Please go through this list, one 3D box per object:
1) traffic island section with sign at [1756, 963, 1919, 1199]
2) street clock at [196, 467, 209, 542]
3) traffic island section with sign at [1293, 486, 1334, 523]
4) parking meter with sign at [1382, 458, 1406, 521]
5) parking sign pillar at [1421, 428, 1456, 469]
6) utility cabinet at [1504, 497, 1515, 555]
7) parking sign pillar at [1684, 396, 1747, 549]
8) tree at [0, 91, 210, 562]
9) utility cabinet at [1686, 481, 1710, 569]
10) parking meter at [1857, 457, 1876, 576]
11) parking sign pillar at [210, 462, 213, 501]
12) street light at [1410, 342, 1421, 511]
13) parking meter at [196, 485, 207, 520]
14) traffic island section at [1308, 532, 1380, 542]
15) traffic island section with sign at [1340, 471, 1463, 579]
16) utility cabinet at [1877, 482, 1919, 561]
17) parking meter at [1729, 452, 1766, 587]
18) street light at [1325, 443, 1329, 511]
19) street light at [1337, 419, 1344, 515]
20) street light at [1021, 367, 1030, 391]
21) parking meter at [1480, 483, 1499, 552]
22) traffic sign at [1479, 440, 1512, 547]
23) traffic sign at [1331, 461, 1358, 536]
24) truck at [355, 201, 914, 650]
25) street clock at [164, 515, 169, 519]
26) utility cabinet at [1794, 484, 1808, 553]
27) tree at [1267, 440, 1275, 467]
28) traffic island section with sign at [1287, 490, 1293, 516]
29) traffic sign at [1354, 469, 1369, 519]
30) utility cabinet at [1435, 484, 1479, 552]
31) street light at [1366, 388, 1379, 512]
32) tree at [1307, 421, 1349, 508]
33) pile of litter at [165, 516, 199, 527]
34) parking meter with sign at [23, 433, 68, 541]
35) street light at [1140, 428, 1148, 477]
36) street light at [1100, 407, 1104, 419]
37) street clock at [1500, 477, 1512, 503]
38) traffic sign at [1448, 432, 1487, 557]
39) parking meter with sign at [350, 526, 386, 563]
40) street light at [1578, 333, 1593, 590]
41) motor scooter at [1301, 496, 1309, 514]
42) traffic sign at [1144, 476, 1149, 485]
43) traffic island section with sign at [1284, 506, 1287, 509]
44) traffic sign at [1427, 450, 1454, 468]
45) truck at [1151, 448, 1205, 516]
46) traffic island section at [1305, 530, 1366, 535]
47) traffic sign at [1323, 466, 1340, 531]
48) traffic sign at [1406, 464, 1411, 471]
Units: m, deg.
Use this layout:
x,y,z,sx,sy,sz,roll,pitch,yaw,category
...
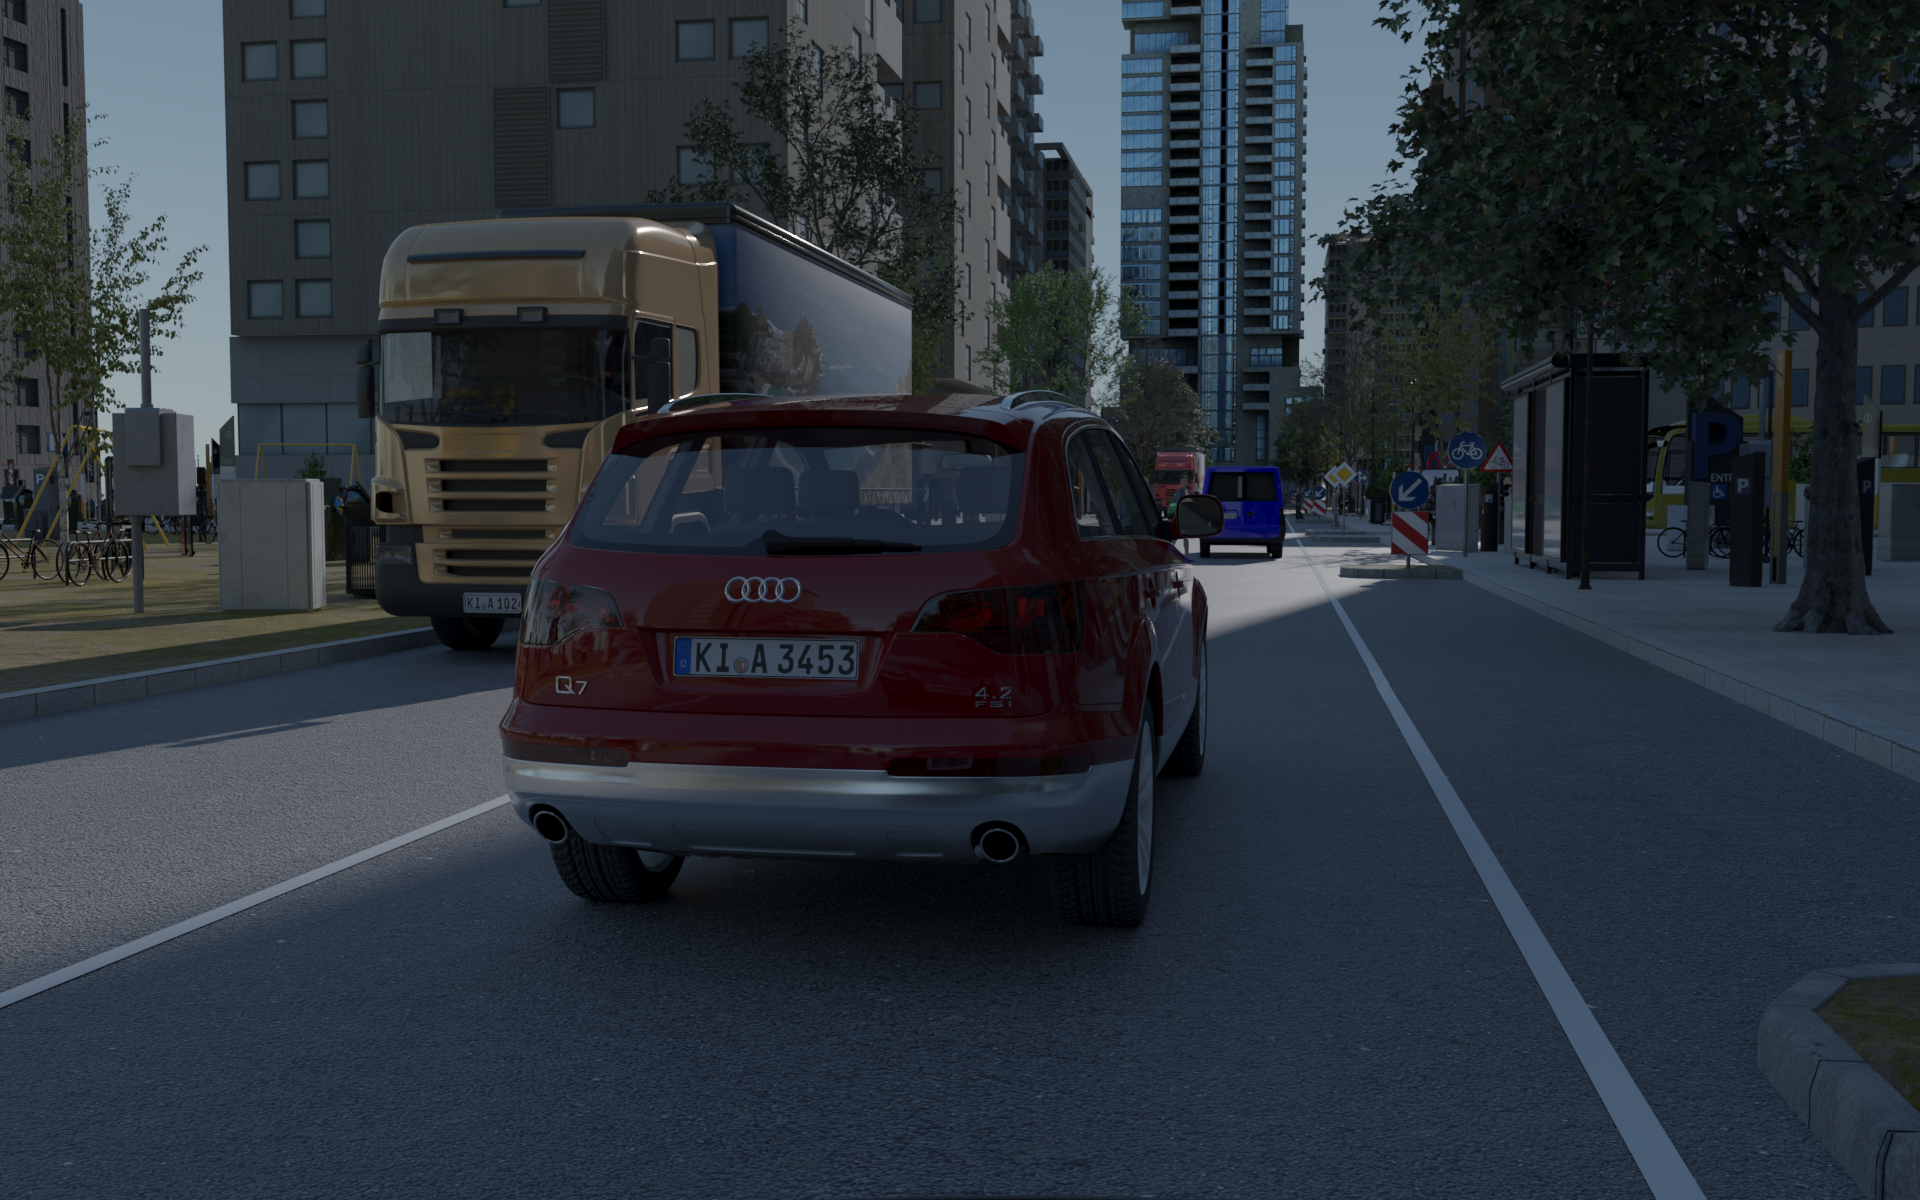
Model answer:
x,y,z,sx,sy,sz,roll,pitch,yaw,category
2.899,0.302,3.695,1.989,1.847,2.006,1,4,10,traffic island section with sign
-20.110,-2.530,45.937,0.358,2.002,0.471,-1,4,-23,street clock
17.623,-4.704,85.543,1.989,1.847,2.006,1,4,10,traffic island section with sign
20.972,-5.286,82.690,0.543,3.016,1.738,-2,4,-31,parking meter with sign
18.861,-4.880,68.261,1.447,3.967,1.447,0,4,5,parking sign pillar
11.944,-1.554,36.570,1.020,1.237,0.306,-2,4,-33,utility cabinet
18.013,-3.230,41.280,1.447,3.967,1.447,0,4,3,parking sign pillar
-16.728,-5.027,32.552,4.737,8.622,4.395,0,3,0,tree
12.703,-1.290,29.772,0.318,1.500,1.173,2,4,26,utility cabinet
14.122,-1.315,27.218,0.399,1.863,0.255,-1,4,-20,parking meter
-57.839,-8.872,133.524,1.447,3.967,1.447,-3,5,-42,parking sign pillar
13.547,-4.832,51.796,0.468,5.910,1.993,1,4,10,street light
-35.554,-4.623,81.294,0.255,1.863,0.399,0,4,0,parking meter
11.730,-1.871,52.872,2.009,0.180,2.903,1,4,10,traffic island section
7.673,-1.321,30.225,1.989,1.847,2.006,1,4,10,traffic island section with sign
18.106,-1.495,33.114,1.173,1.500,0.318,-1,4,-23,utility cabinet
10.905,-1.119,24.015,0.255,1.863,0.399,-2,4,-33,parking meter
28.201,-9.795,132.941,0.468,5.910,1.993,1,4,10,street light
22.946,-8.054,104.475,0.468,5.910,1.993,1,4,10,street light
2.411,-5.523,63.092,0.468,5.910,1.993,1,4,10,street light
11.831,-1.853,38.701,0.372,1.533,0.369,0,3,0,parking meter
12.965,-2.552,41.730,0.884,2.594,0.081,1,4,16,traffic sign
11.705,-3.007,52.799,0.795,2.450,0.064,1,4,10,traffic sign
-2.922,-1.846,19.095,2.839,4.237,11.283,1,4,11,truck
-40.925,-5.179,89.252,0.471,2.002,0.358,1,4,22,street clock
18.589,-1.752,37.320,1.173,1.500,0.318,-1,4,-17,utility cabinet
41.172,-17.651,205.607,9.611,12.733,9.660,0,3,0,tree
22.384,-6.327,112.076,1.989,1.847,2.006,1,4,10,traffic island section with sign
20.399,-5.385,88.145,0.768,2.556,0.104,1,4,17,traffic sign
11.012,-1.818,38.402,0.318,1.500,1.173,-1,4,-19,utility cabinet
17.968,-6.281,75.489,0.468,5.910,1.993,1,4,10,street light
35.083,-13.118,164.848,4.360,8.622,3.978,0,3,0,tree
-30.890,-3.349,68.724,1.176,0.858,1.719,2,4,29,pile of litter
-25.639,-3.196,48.519,0.543,3.016,1.738,0,4,-3,parking meter with sign
12.753,-9.036,120.520,0.468,5.910,1.993,1,4,10,street light
7.523,-7.272,91.682,0.468,5.910,1.993,1,4,10,street light
22.701,-4.128,72.059,0.471,2.002,0.358,-1,4,-22,street clock
10.349,-2.159,35.399,0.768,2.556,0.104,1,4,17,traffic sign
-10.579,-2.221,32.570,1.738,3.016,0.543,-1,4,-9,parking meter with sign
8.422,-3.081,23.157,0.468,5.910,1.993,1,4,10,street light
25.427,-7.003,127.272,0.815,1.314,1.986,1,4,12,motor scooter
12.948,-7.463,122.125,0.768,2.556,0.104,1,4,17,traffic sign
31.177,-9.317,160.968,1.989,1.847,2.006,1,4,10,traffic island section with sign
14.037,-3.090,50.632,0.768,2.556,0.104,1,4,14,traffic sign
13.771,-7.314,108.504,2.839,4.237,11.283,1,4,11,truck
13.143,-2.352,60.732,2.009,0.180,2.903,1,4,10,traffic island section
13.118,-3.487,60.659,0.795,2.450,0.064,1,4,10,traffic sign
19.429,-4.585,74.973,0.884,2.594,0.081,1,4,11,traffic sign
